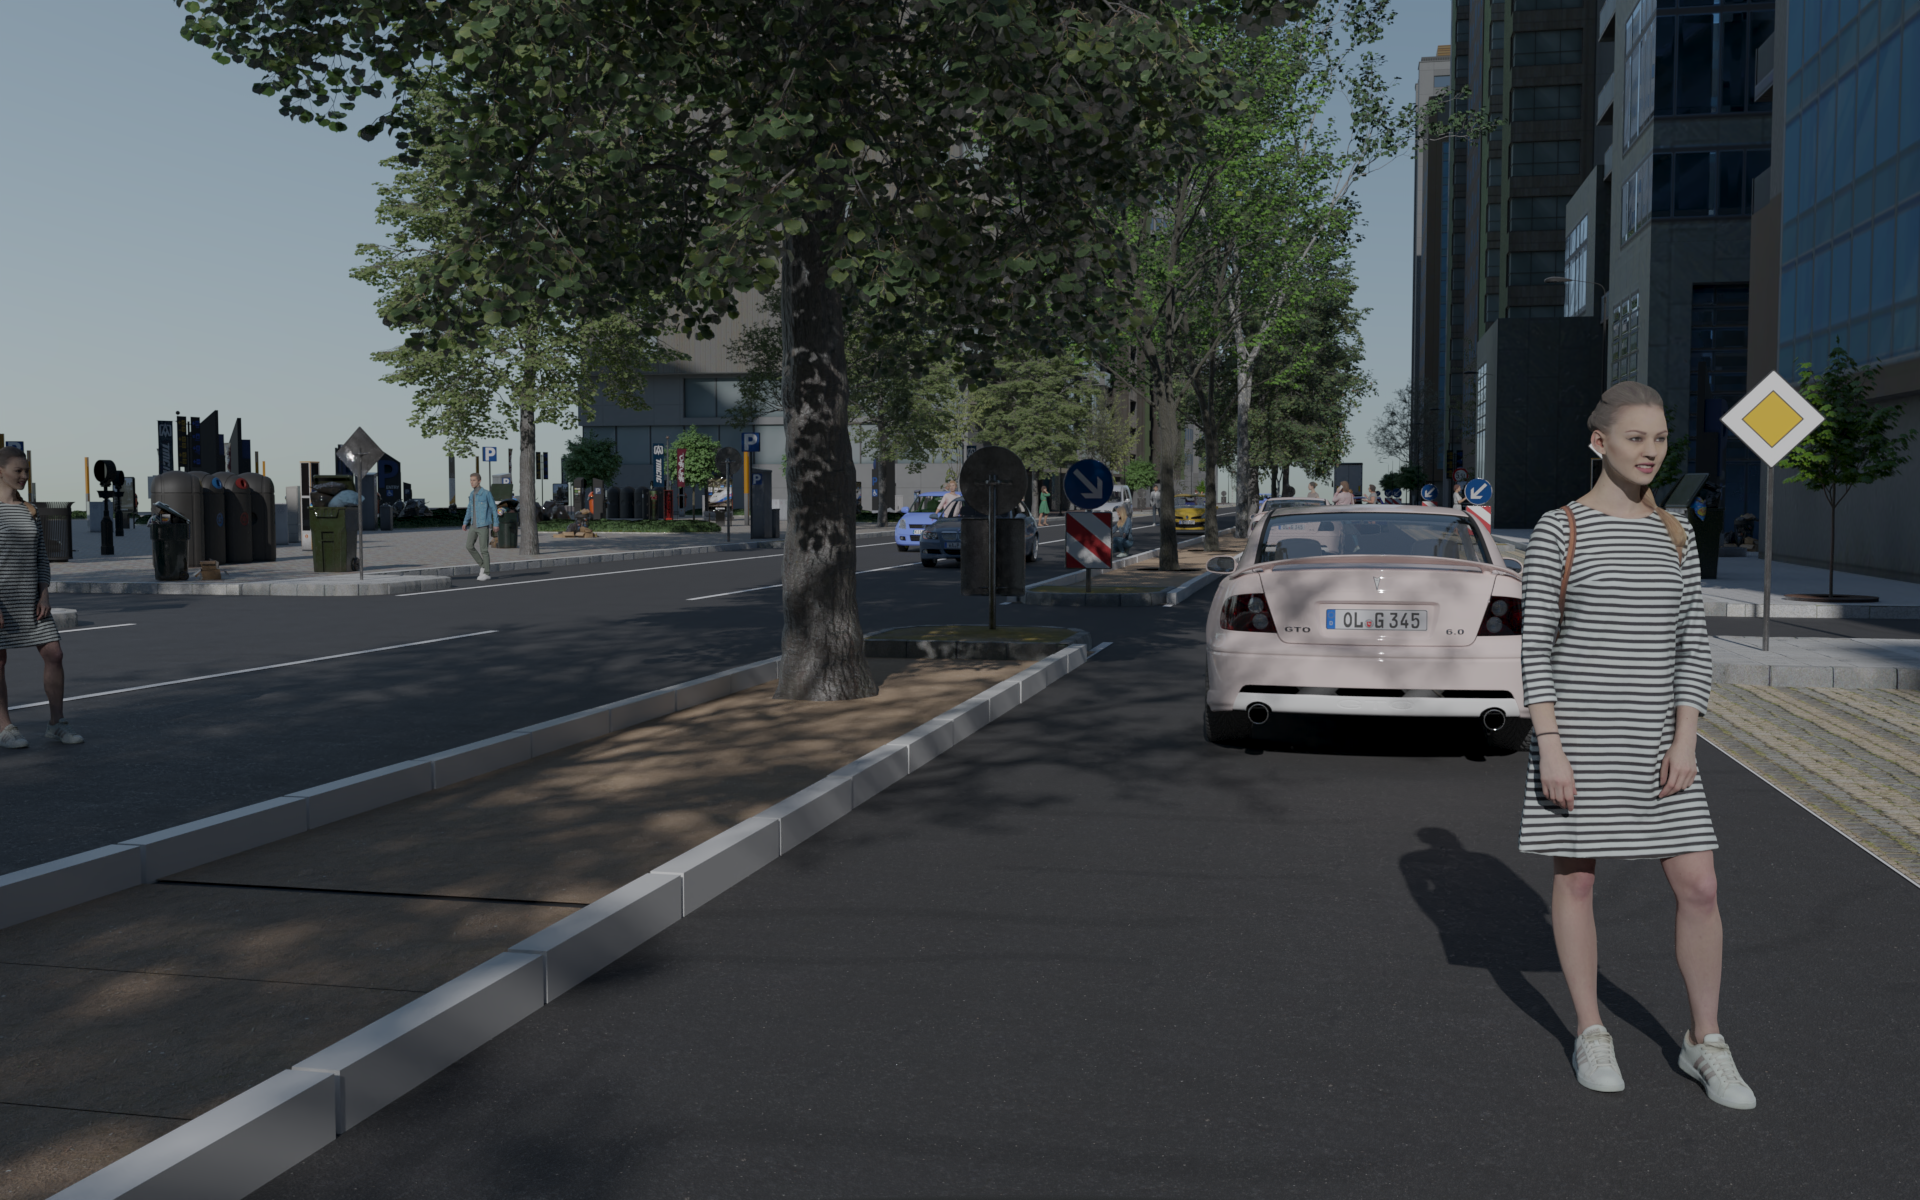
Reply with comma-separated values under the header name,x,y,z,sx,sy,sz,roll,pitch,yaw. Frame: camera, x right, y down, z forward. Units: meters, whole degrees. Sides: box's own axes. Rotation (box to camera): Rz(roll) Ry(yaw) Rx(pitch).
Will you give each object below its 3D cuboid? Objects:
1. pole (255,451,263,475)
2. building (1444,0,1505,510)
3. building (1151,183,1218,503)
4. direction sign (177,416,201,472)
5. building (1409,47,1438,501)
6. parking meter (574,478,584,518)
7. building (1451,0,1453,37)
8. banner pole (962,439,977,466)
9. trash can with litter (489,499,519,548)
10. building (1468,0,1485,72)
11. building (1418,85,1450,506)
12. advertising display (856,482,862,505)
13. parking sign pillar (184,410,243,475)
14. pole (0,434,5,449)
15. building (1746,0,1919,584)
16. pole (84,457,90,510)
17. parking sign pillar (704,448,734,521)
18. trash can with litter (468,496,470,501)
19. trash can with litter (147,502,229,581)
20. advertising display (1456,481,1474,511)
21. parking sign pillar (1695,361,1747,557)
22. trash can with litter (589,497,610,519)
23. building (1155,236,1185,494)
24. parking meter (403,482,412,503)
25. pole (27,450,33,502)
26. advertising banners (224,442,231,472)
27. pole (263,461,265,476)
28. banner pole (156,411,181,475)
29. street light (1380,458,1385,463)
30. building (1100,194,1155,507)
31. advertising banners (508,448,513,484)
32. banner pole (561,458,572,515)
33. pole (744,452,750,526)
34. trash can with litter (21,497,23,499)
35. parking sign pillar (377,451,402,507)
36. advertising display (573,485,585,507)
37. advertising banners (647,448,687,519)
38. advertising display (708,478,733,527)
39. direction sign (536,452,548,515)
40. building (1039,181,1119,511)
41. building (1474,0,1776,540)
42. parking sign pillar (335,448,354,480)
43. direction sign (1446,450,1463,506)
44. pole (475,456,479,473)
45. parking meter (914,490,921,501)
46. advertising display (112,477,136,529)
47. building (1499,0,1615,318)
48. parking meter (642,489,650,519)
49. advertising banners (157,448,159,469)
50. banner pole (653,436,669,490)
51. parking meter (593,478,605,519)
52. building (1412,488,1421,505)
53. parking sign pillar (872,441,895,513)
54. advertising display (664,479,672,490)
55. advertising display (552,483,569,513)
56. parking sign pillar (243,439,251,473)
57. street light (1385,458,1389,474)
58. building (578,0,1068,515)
name,x,y,z,sx,sy,sz,roll,pitch,yaw
pole,-33.448,-5.420,82.459,0.158,3.312,0.155,0,3,0
building,43.937,-27.316,130.213,14.154,41.232,14.086,1,4,13
building,24.365,-42.690,239.981,21.231,58.520,28.212,1,4,13
direction sign,-22.485,-3.583,50.573,0.379,3.537,0.876,1,4,19
building,71.686,-42.257,232.898,21.231,58.520,28.212,1,4,13
parking meter,-13.392,-3.375,60.896,0.255,1.863,0.399,0,4,6
building,53.033,-37.155,149.477,21.231,58.520,28.212,1,4,13
banner pole,0.361,-5.415,78.556,0.863,3.779,0.401,1,4,12
trash can with litter,-10.877,-1.815,41.062,0.624,1.170,1.055,-3,5,-39
building,41.578,-28.504,116.148,14.600,45.320,14.200,1,4,13
building,57.900,-33.014,189.896,14.600,45.320,14.200,1,4,13
advertising display,-5.281,-5.100,88.600,0.123,1.923,0.974,1,4,20
parking sign pillar,-24.369,-4.124,55.902,1.447,3.967,1.447,1,4,18
pole,-32.253,-3.948,58.392,0.158,3.312,0.155,0,3,0
building,20.839,-22.907,24.648,14.200,45.320,14.600,1,4,13
pole,-48.099,-6.216,95.477,0.158,3.312,0.155,0,3,0
parking sign pillar,-11.593,-5.793,83.180,1.447,3.967,1.447,0,4,6
trash can with litter,-24.068,-4.497,84.582,1.678,1.210,2.233,0,4,1
trash can with litter,-11.544,-0.887,25.892,1.055,1.170,0.624,-2,4,-31
advertising display,24.066,-4.717,82.340,0.974,1.923,0.123,0,4,3
parking sign pillar,15.518,-2.893,35.778,1.447,3.967,1.447,2,4,31
trash can with litter,-17.412,-4.396,83.266,1.055,1.170,0.624,-3,5,-45
building,17.280,-25.686,191.662,14.160,30.474,14.107,1,4,13
parking meter,-26.416,-4.719,82.864,0.399,1.863,0.255,-1,4,-12
pole,-43.277,-5.306,80.599,0.158,3.312,0.155,0,3,0
advertising banners,-25.481,-3.872,59.490,2.074,3.025,0.090,3,5,43
pole,-42.968,-6.919,106.966,0.158,3.312,0.155,0,3,0
banner pole,-23.626,-3.786,51.921,0.401,3.779,0.863,3,5,39
street light,54.785,-15.235,221.628,1.470,5.913,1.316,1,4,13
building,10.413,-24.056,165.023,14.160,30.474,14.107,1,4,13
advertising banners,-17.220,-4.240,65.505,0.090,3.025,2.074,0,4,4
banner pole,-23.959,-7.073,105.666,0.863,3.779,0.401,-3,4,-36
pole,-8.612,-4.654,69.941,0.158,3.312,0.155,0,3,0
trash can with litter,-60.420,-6.103,111.172,0.624,1.170,1.055,-1,4,-16
parking sign pillar,-32.725,-6.779,99.315,1.447,3.967,1.447,-1,4,-20
advertising display,-20.558,-5.398,93.470,0.123,1.923,0.974,1,4,22
advertising banners,-11.077,-4.244,65.583,0.090,3.025,2.074,3,4,37
advertising display,-9.474,-3.866,68.421,0.974,1.923,0.123,0,4,-1
direction sign,-22.412,-6.173,92.922,0.379,3.537,0.876,2,4,32
building,0.414,-32.067,143.904,23.786,49.044,30.456,1,4,13
building,29.464,-45.332,53.856,22.319,86.520,31.000,1,4,13
parking sign pillar,-35.839,-6.876,100.897,1.447,3.967,1.447,1,4,12
direction sign,25.432,-5.940,89.108,0.876,3.537,0.379,-1,4,-8
pole,-25.901,-6.066,93.016,0.158,3.312,0.155,0,3,0
parking meter,-2.460,-5.592,99.843,0.372,1.533,0.369,0,3,0
advertising display,-31.019,-3.613,64.279,0.974,1.923,0.123,1,4,19
building,33.948,-19.212,85.818,14.160,30.474,14.107,1,4,13
parking meter,-15.709,-4.790,86.719,0.372,1.533,0.369,0,3,0
advertising banners,-30.818,-4.349,67.296,0.090,3.025,2.074,0,4,-6
banner pole,-12.881,-5.199,75.013,0.863,3.779,0.401,-1,4,-12
parking meter,-13.249,-3.540,63.591,0.399,1.863,0.255,0,4,2
building,70.882,-31.488,206.716,32.217,40.220,23.993,1,4,13
parking sign pillar,-3.845,-6.029,87.048,1.447,3.967,1.447,3,5,40
advertising display,-12.901,-4.363,76.546,0.123,1.923,0.974,0,4,5
advertising display,-23.937,-6.033,103.852,0.974,1.923,0.123,0,4,5
parking sign pillar,-25.684,-4.483,61.765,1.447,3.967,1.447,-3,4,-36
street light,48.419,-13.486,193.032,1.470,5.913,1.316,1,4,13
building,-7.650,-32.215,115.957,28.713,52.752,27.495,1,4,13
